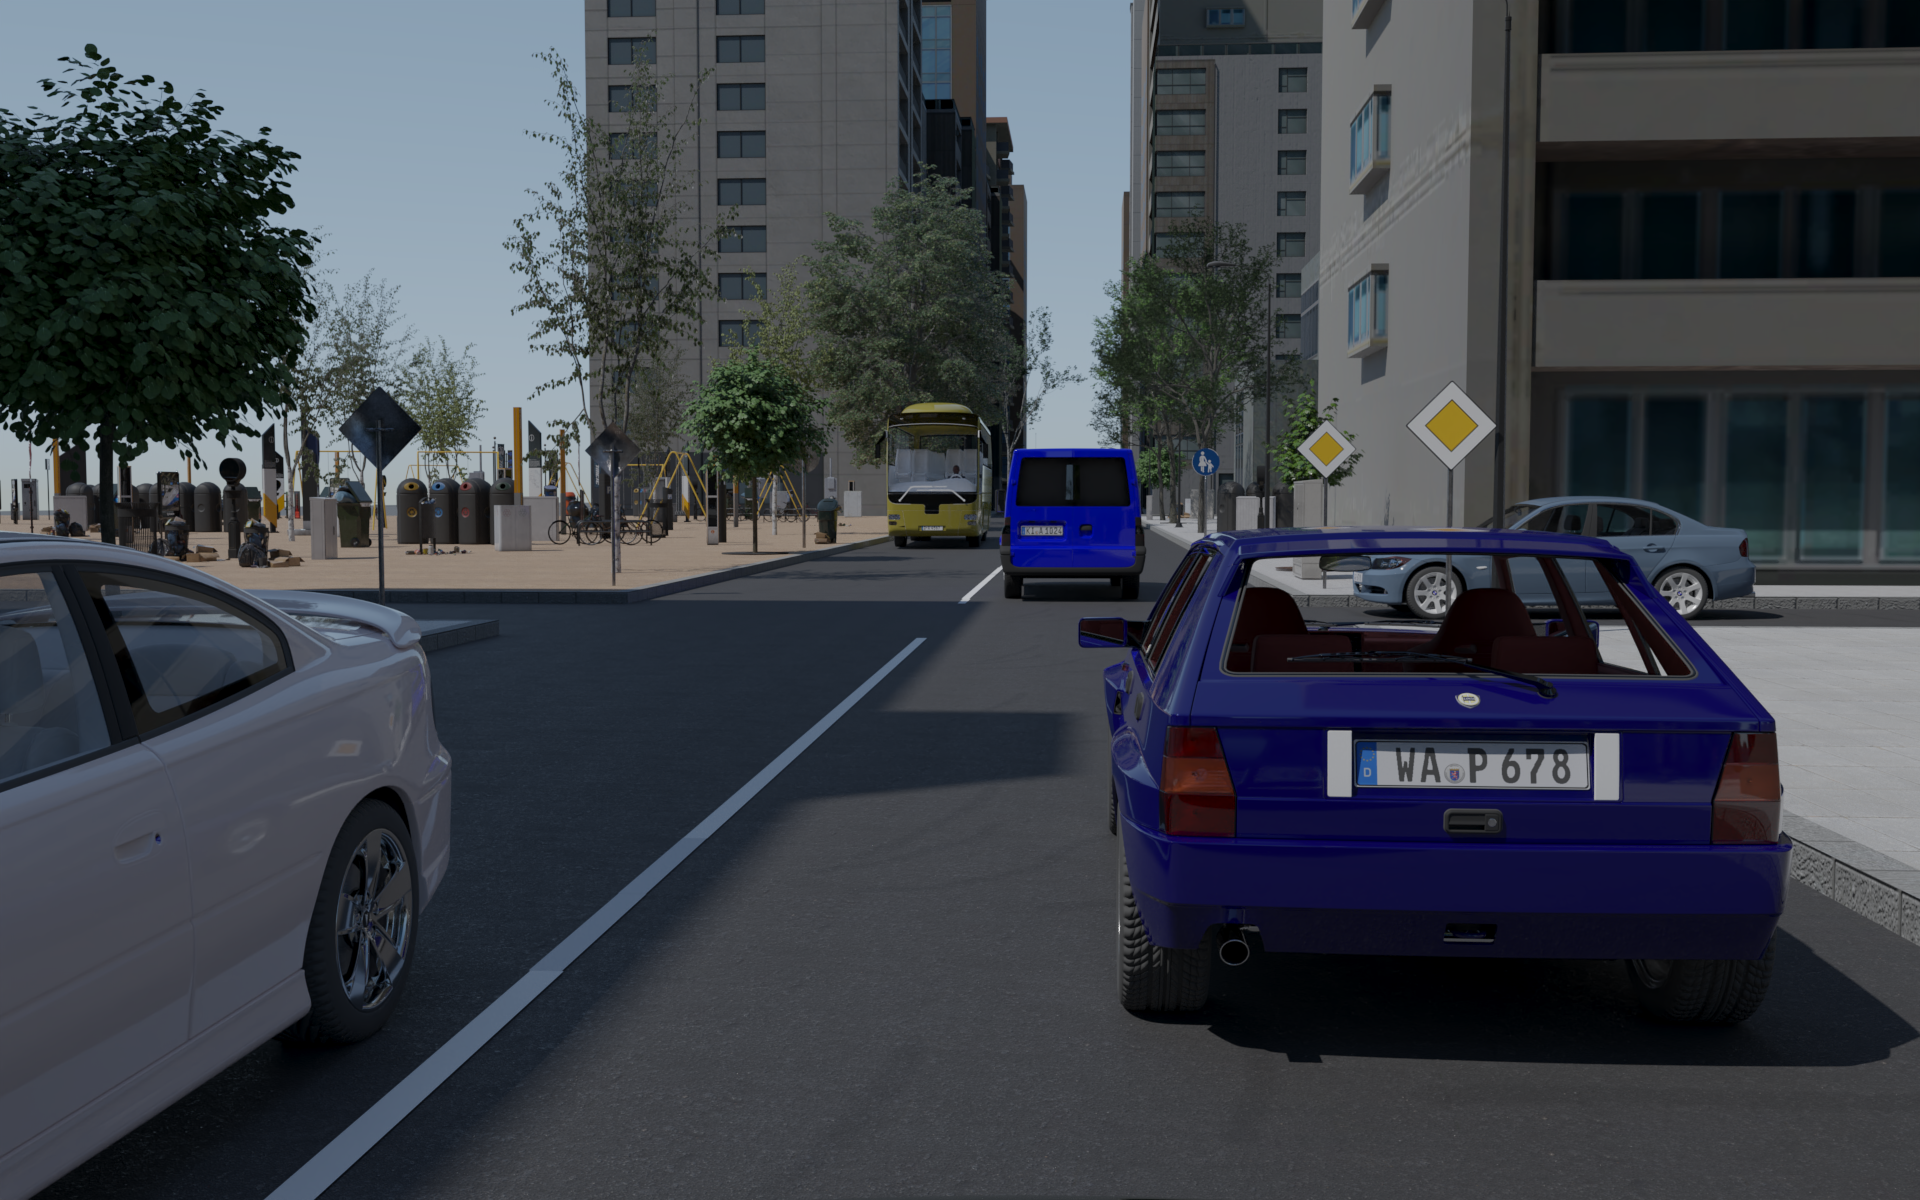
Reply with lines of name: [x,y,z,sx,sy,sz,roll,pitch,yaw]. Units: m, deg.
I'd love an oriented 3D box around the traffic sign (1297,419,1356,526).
traffic sign: [4.937,-1.209,23.404,0.795,2.450,0.064,0,4,4]

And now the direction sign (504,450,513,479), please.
direction sign: [-23.344,-5.948,89.241,0.876,3.537,0.379,2,4,33]

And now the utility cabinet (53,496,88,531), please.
utility cabinet: [-30.671,-2.970,59.715,1.020,1.237,0.306,-1,4,-23]

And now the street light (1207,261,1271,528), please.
street light: [5.630,-3.803,34.714,1.470,5.913,1.316,0,4,4]

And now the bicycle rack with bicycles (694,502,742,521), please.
bicycle rack with bicycles: [-10.816,-4.195,81.972,2.925,0.926,2.852,1,4,13]

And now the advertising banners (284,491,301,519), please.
advertising banners: [-34.324,-5.714,89.611,2.074,3.025,0.090,3,4,36]

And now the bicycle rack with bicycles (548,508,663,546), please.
bicycle rack with bicycles: [-8.941,-1.864,43.861,2.925,0.926,2.852,-1,4,-13]

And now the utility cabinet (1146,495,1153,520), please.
utility cabinet: [9.431,-4.587,86.153,0.306,1.237,1.020,1,4,8]

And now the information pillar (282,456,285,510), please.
information pillar: [-35.904,-6.115,91.340,0.504,3.616,0.183,0,4,-4]

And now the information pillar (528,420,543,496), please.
information pillar: [-13.464,-3.885,54.880,0.504,3.616,0.183,2,4,25]

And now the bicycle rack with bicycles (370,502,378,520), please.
bicycle rack with bicycles: [-30.592,-4.528,87.407,2.852,0.926,2.925,-1,4,-21]

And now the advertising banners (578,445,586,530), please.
advertising banners: [-12.929,-3.848,59.100,0.090,3.025,2.074,0,4,-7]

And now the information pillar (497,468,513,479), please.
information pillar: [-12.946,-2.742,49.321,0.304,2.012,0.304,2,4,31]

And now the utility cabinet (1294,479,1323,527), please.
utility cabinet: [5.286,-1.084,26.406,0.318,1.500,1.173,0,4,4]

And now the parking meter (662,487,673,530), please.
parking meter: [-10.367,-3.244,61.444,0.372,1.533,0.369,0,3,0]

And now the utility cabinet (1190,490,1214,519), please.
utility cabinet: [12.345,-4.866,88.236,1.173,1.500,0.318,2,4,24]

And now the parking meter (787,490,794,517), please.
parking meter: [-9.675,-5.524,98.732,0.372,1.533,0.369,0,3,0]

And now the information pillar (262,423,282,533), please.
information pillar: [-22.692,-4.011,56.932,0.183,3.616,0.504,2,4,29]

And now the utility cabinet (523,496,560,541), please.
utility cabinet: [-11.480,-2.210,47.298,1.020,1.237,0.306,0,4,1]

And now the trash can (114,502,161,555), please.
trash can: [-14.278,-1.127,30.080,0.748,1.137,0.748,0,3,0]

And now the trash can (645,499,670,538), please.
trash can: [-8.833,-2.384,50.633,0.748,1.137,0.748,0,3,0]

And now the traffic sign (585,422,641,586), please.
traffic sign: [-4.831,-1.253,24.127,0.795,2.450,0.064,0,4,4]

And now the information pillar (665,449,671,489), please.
information pillar: [-14.341,-5.733,85.081,0.183,3.616,0.504,1,4,12]

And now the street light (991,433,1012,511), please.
street light: [3.030,-9.704,131.198,1.470,5.913,1.316,0,4,4]

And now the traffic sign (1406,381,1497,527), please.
traffic sign: [4.362,-0.722,15.440,0.795,2.450,0.064,0,4,4]

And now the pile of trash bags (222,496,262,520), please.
pile of trash bags: [-36.563,-4.676,86.198,3.447,1.369,1.912,-2,4,-29]

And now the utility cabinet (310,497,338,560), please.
utility cabinet: [-12.578,-1.414,34.278,0.306,1.237,1.020,0,4,-7]

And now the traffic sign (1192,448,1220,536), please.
traffic sign: [6.819,-2.933,48.057,0.768,2.556,0.104,1,4,11]

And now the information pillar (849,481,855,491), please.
information pillar: [-6.027,-5.634,96.609,0.304,2.012,0.304,1,4,13]

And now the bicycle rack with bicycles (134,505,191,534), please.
bicycle rack with bicycles: [-26.075,-2.599,55.877,2.852,0.926,2.925,-1,4,-8]

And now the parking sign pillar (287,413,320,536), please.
parking sign pillar: [-20.216,-4.003,53.915,1.447,3.967,1.447,-1,4,-16]

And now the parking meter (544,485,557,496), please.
parking meter: [-11.622,-2.494,49.186,0.372,1.533,0.369,0,3,0]

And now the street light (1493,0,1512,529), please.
street light: [4.273,-2.621,15.396,1.470,5.913,1.316,0,4,4]

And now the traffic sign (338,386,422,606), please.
traffic sign: [-5.405,-0.766,16.162,0.795,2.450,0.064,0,4,4]

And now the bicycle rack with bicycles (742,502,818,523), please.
bicycle rack with bicycles: [-7.763,-4.004,78.843,2.925,0.926,2.852,2,4,28]

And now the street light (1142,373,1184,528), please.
street light: [7.858,-5.733,66.272,1.470,5.913,1.316,0,4,4]

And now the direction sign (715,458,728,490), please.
direction sign: [-13.179,-6.319,95.319,0.876,3.537,0.379,0,4,5]

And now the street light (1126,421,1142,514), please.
street light: [10.231,-7.693,98.328,1.470,5.913,1.316,0,4,4]

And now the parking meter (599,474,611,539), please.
parking meter: [-10.145,-2.691,49.715,0.255,1.863,0.399,2,4,32]

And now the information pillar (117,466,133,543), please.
information pillar: [-21.704,-2.480,45.033,0.304,2.012,0.304,-2,4,-35]

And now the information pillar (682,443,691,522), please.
information pillar: [-12.495,-5.358,78.959,0.183,3.616,0.504,-3,5,-42]

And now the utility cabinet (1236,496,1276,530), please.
utility cabinet: [8.003,-2.184,46.875,1.020,1.237,0.306,2,4,24]

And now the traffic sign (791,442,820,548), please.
traffic sign: [-3.711,-2.511,41.159,0.768,2.556,0.104,1,4,10]

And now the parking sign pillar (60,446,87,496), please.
parking sign pillar: [-43.319,-5.870,84.443,1.447,3.967,1.447,3,4,38]

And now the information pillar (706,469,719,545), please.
information pillar: [-6.236,-2.391,43.585,0.304,2.012,0.304,-1,4,-11]

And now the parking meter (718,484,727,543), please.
parking meter: [-6.349,-2.281,45.699,0.372,1.533,0.369,0,3,0]
